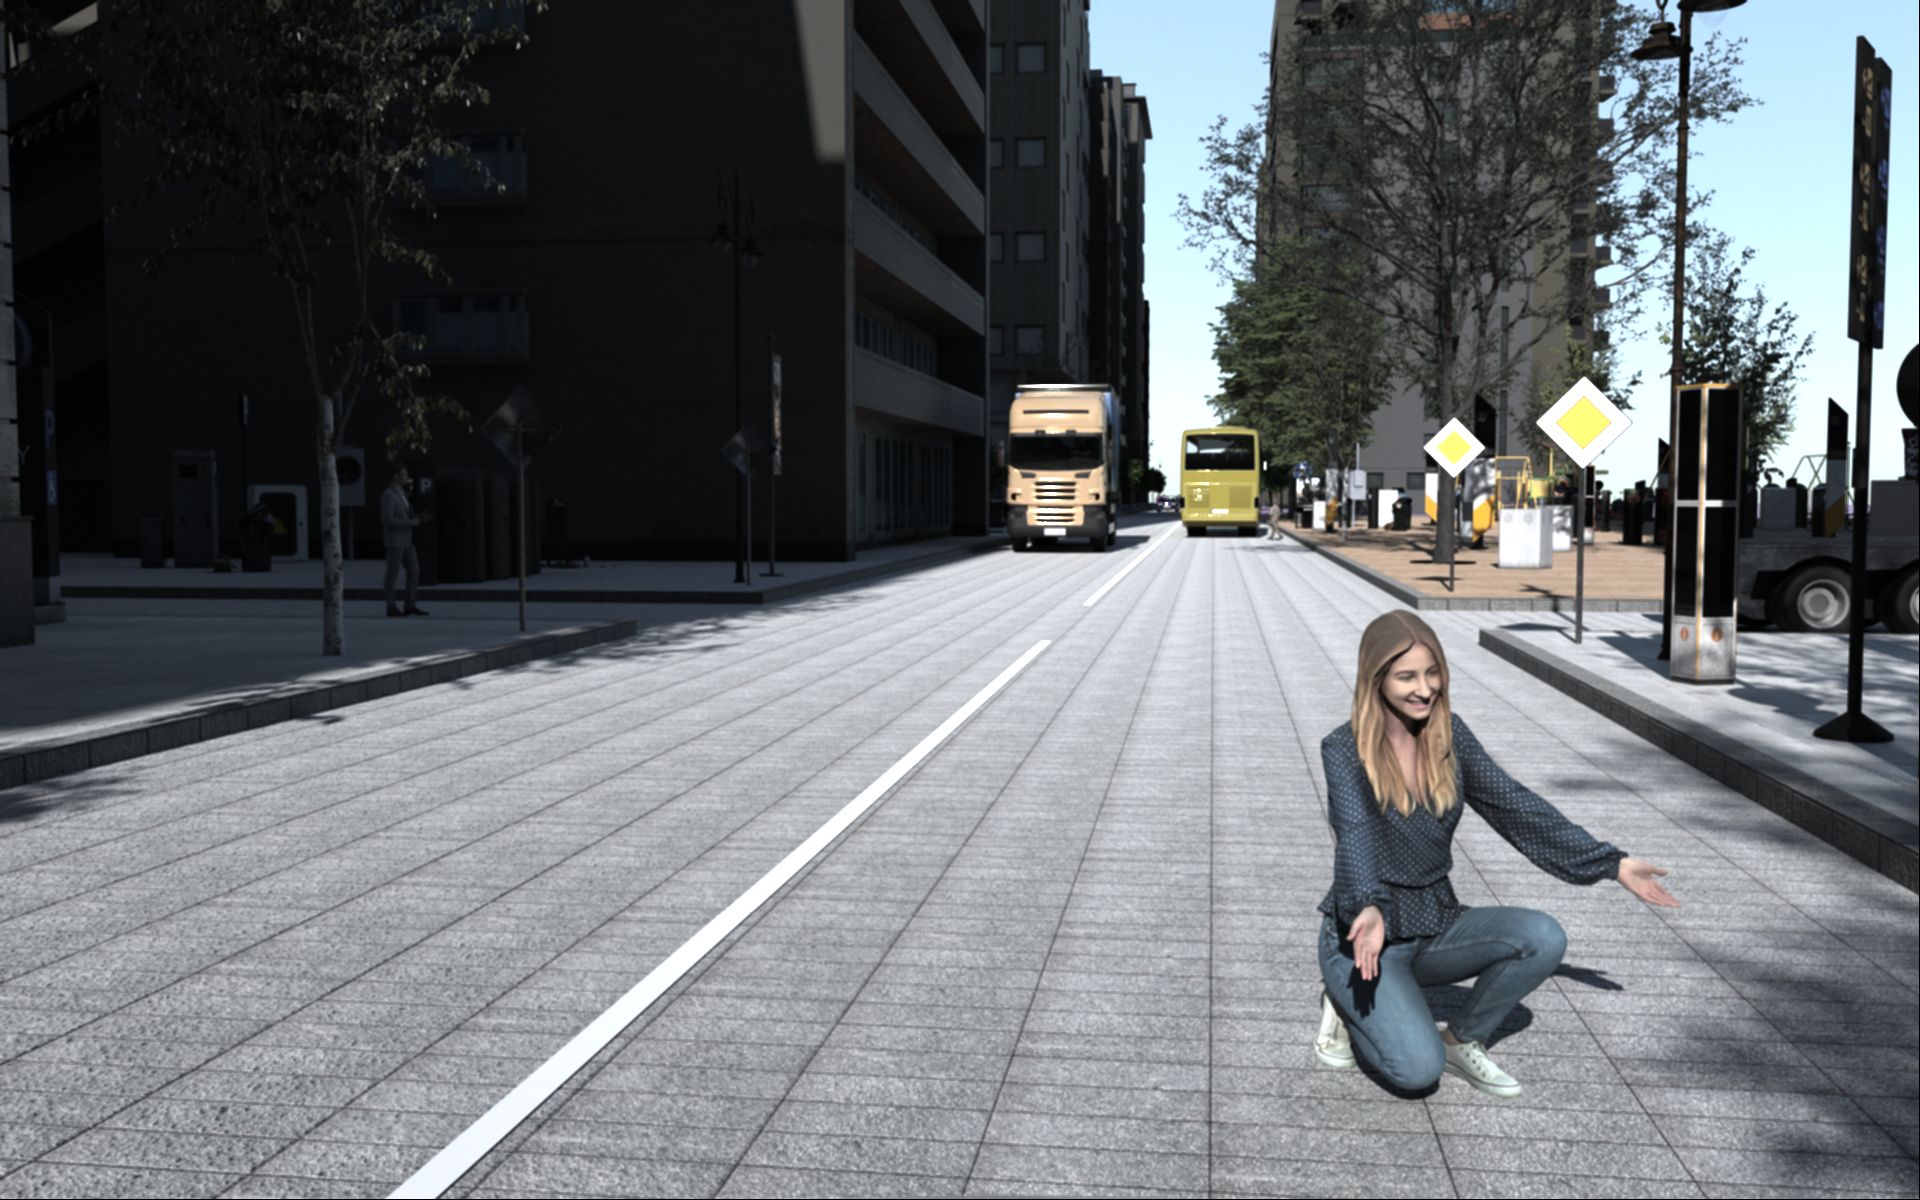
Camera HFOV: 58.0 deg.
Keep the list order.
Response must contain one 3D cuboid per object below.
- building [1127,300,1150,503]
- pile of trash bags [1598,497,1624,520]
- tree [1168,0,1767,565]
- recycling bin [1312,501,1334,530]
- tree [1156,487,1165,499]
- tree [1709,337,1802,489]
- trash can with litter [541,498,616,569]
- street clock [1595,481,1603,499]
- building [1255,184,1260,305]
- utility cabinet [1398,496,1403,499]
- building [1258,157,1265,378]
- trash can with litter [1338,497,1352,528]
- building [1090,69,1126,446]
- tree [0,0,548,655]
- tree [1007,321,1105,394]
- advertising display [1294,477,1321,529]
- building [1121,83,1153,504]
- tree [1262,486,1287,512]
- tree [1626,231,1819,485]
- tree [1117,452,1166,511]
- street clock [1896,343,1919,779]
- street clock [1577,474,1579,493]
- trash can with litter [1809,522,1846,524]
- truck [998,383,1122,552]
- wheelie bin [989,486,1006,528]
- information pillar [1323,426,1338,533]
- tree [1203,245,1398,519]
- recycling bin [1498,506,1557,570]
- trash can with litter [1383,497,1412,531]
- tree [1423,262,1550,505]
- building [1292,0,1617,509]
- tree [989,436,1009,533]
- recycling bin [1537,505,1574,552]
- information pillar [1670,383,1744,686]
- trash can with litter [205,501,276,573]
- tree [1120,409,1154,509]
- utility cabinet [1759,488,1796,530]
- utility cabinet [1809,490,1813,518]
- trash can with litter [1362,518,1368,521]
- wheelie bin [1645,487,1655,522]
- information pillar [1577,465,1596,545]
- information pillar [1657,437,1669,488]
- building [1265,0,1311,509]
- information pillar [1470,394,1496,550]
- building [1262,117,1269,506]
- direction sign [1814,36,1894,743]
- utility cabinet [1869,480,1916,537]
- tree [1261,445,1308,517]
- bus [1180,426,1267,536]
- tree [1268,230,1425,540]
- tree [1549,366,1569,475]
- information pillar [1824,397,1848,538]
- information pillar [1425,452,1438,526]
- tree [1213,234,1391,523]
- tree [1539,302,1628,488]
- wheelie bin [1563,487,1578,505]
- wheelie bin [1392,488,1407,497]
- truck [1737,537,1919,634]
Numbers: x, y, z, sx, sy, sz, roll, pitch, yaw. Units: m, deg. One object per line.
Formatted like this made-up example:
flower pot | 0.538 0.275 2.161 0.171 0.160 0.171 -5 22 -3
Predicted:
building | 19.906 -29.190 248.963 14.160 30.474 14.107 1 4 8
pile of trash bags | 32.017 -4.738 87.222 3.447 1.369 1.912 1 4 18
tree | 9.074 -7.413 31.574 12.009 13.543 11.850 0 3 0
recycling bin | 13.077 -3.051 62.430 0.722 1.027 0.722 0 4 7
tree | 28.477 -15.514 248.261 1.663 3.219 1.824 0 3 0
tree | 37.378 -8.052 82.017 4.360 8.622 3.978 0 3 0
trash can with litter | -7.251 -1.187 30.464 2.233 1.210 1.678 3 4 38
street clock | 34.340 -5.421 93.209 0.471 2.002 0.358 0 4 1
building | 52.155 -37.803 241.775 21.300 48.544 21.600 1 4 8
utility cabinet | 20.278 -4.251 80.671 0.306 1.237 1.020 3 5 39
building | 45.780 -35.089 223.819 14.600 45.320 14.200 1 4 8
trash can with litter | 14.643 -3.347 66.105 0.624 1.170 1.055 1 4 13
building | 7.525 -35.472 199.574 23.786 49.044 30.456 1 4 8
tree | -5.071 -3.852 13.344 4.360 8.622 3.978 0 3 0
tree | 4.235 -7.594 74.519 4.360 8.622 3.978 0 3 0
advertising display | 12.940 -3.627 64.513 0.974 1.923 0.123 -1 4 -10
building | 10.450 -39.108 228.653 28.713 52.752 27.495 1 4 8
tree | 22.747 -7.940 124.413 1.663 3.219 1.824 0 3 0
tree | 21.338 -5.992 48.329 4.737 8.622 4.395 0 3 0
tree | 12.674 -9.188 133.936 4.285 4.588 4.351 0 3 0
street clock | 4.401 -0.188 7.642 0.471 2.002 0.358 0 4 6
street clock | 22.133 -3.491 61.652 0.358 2.002 0.471 0 4 4
trash can with litter | 36.700 -3.783 72.910 2.233 1.210 1.678 -1 4 -11
truck | 2.884 -3.503 46.196 2.839 4.237 11.283 0 4 7
wheelie bin | 1.262 -3.562 66.143 0.980 1.594 0.693 -1 4 -21
information pillar | 12.225 -4.014 56.980 0.504 3.616 0.183 -2 4 -33
tree | 17.405 -11.179 89.435 9.857 13.997 8.962 0 3 0
recycling bin | 9.751 -1.058 29.846 0.722 1.027 0.722 3 4 38
trash can with litter | 15.169 -2.997 60.383 0.624 1.170 1.055 -2 4 -26
tree | 15.466 -6.368 54.472 4.360 8.622 3.978 0 3 0
building | 36.775 -29.211 132.231 22.147 44.769 28.867 1 4 8
tree | 1.047 -3.864 57.781 1.663 3.219 1.824 0 3 0
recycling bin | 13.218 -1.586 38.484 0.722 1.027 0.722 2 4 24
information pillar | 5.043 -0.441 11.709 0.304 2.012 0.304 -1 4 -13
trash can with litter | -11.796 -1.040 28.394 1.055 1.170 0.624 -2 4 -29
tree | 14.870 -12.221 150.172 4.360 8.622 3.978 0 3 0
utility cabinet | 28.919 -3.214 61.230 1.173 1.500 0.318 0 4 -8
utility cabinet | 45.453 -5.073 91.627 1.173 1.500 0.318 -2 4 -31
trash can with litter | 20.082 -4.405 83.072 2.233 1.210 1.678 -2 4 -25
wheelie bin | 31.701 -4.422 80.206 0.980 1.594 0.693 0 4 -1
information pillar | 15.698 -2.380 43.398 0.304 2.012 0.304 -1 4 -9
information pillar | 28.731 -4.855 70.740 0.504 3.616 0.183 2 4 26
building | 39.091 -32.632 157.232 21.300 48.544 21.600 1 4 8
information pillar | 12.052 -2.967 39.863 0.504 3.616 0.183 0 4 7
building | 40.199 -30.915 189.053 14.154 41.232 14.086 1 4 8
direction sign | 4.701 -1.040 9.006 0.379 3.537 0.876 3 4 36
utility cabinet | 15.085 -1.148 27.445 0.318 1.500 1.173 -2 4 -35
tree | 18.136 -6.998 98.129 4.285 4.588 4.351 0 3 0
bus | 9.469 -4.303 61.897 2.896 3.916 12.252 1 4 10
tree | 10.751 -5.988 48.265 4.360 8.622 3.978 0 3 0
tree | 31.359 -8.729 93.073 4.360 8.622 3.978 0 3 0
information pillar | 21.262 -3.100 42.044 0.504 3.616 0.183 0 4 -4
information pillar | 18.895 -4.768 69.307 0.504 3.616 0.183 3 4 38
tree | 14.961 -9.676 76.335 7.486 12.596 7.792 0 3 0
tree | 24.324 -7.155 67.351 4.737 8.622 4.395 0 3 0
wheelie bin | 27.231 -4.225 76.981 0.693 1.594 0.980 -3 4 -38
wheelie bin | 21.563 -4.730 85.248 0.693 1.594 0.980 -3 5 -45
truck | 16.830 -1.631 16.419 18.799 4.110 2.967 0 4 8
